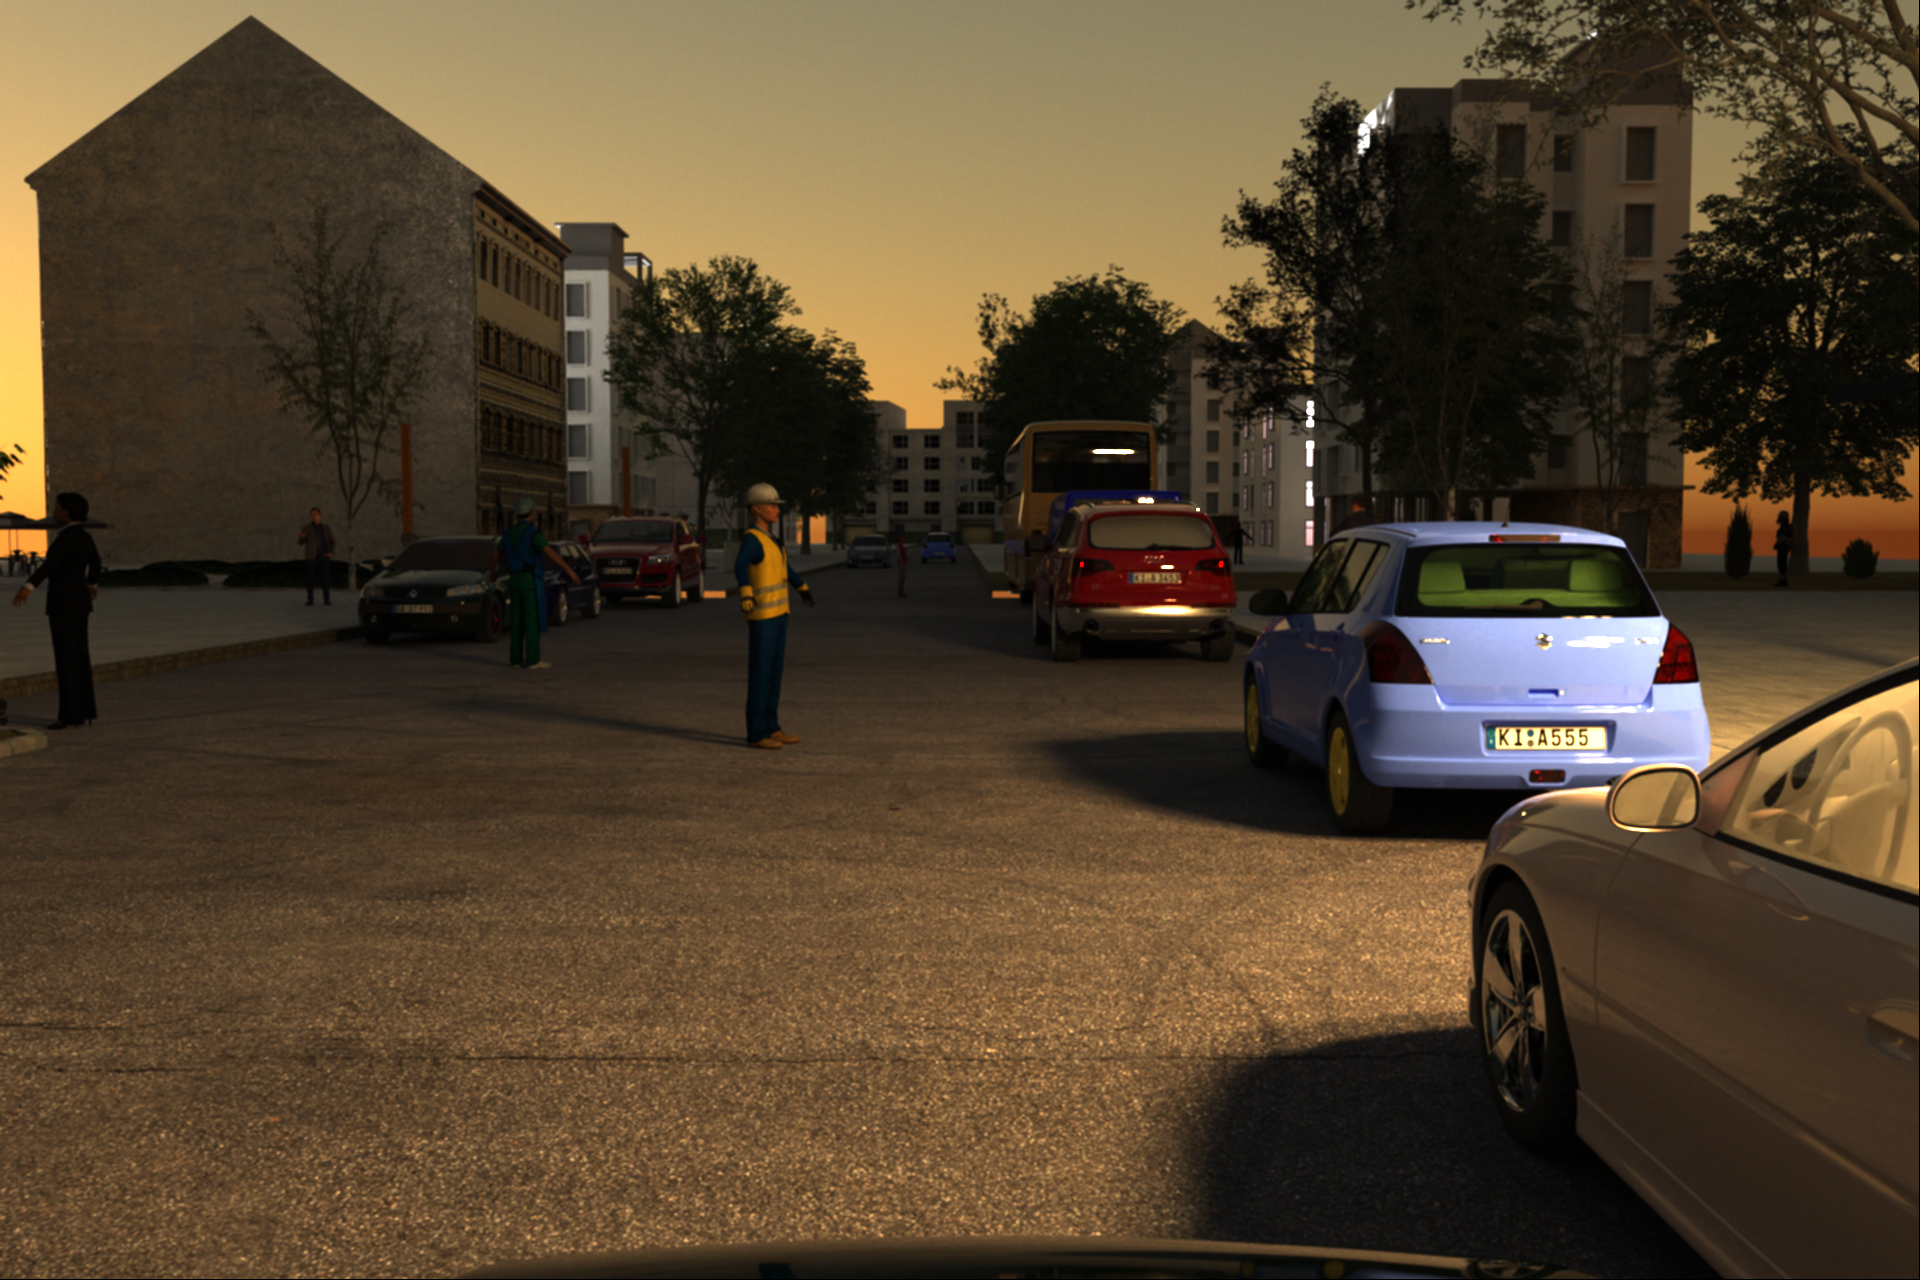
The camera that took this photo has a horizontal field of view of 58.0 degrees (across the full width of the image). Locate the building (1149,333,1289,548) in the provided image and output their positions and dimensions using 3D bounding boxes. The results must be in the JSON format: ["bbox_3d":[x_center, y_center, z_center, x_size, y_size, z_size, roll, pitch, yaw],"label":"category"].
[{"bbox_3d":[23.856,-19.233,170.878,16.016,20.090,11.380,0,4,0],"label":"building"}]

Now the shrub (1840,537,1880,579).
[{"bbox_3d":[25.740,-2.350,49.541,1.383,1.207,1.383,0,3,0],"label":"shrub"}]

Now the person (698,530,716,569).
[{"bbox_3d":[-9.338,-3.275,62.810,0.991,1.433,0.599,-1,4,-17],"label":"person"}]

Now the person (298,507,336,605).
[{"bbox_3d":[-11.516,-1.495,31.015,0.617,1.759,0.750,-1,4,-17],"label":"person"}]

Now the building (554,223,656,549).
[{"bbox_3d":[-25.943,-15.303,106.622,16.016,20.090,11.380,0,4,0],"label":"building"}]

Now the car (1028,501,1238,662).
[{"bbox_3d":[2.007,-0.752,20.963,2.281,1.827,5.304,0,4,-1],"label":"car"}]

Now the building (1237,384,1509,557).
[{"bbox_3d":[22.352,-9.473,97.037,9.099,9.664,28.070,0,4,0],"label":"building"}]

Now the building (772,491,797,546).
[{"bbox_3d":[-23.240,-15.782,200.179,9.099,9.664,28.070,0,4,0],"label":"building"}]

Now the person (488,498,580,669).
[{"bbox_3d":[-4.614,-0.607,18.507,1.347,1.817,0.704,2,4,33],"label":"person"}]

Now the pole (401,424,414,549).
[{"bbox_3d":[-10.236,-2.340,32.109,0.158,3.312,0.155,0,3,0],"label":"pole"}]

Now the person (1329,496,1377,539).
[{"bbox_3d":[4.961,-0.958,22.160,0.683,1.767,0.568,-2,4,-24],"label":"person"}]

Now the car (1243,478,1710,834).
[{"bbox_3d":[2.633,0.000,9.585,1.945,1.707,3.694,0,4,0],"label":"car"}]

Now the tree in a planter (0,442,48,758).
[{"bbox_3d":[-7.133,-0.847,11.078,1.991,3.239,1.994,0,4,0],"label":"tree in a planter"}]

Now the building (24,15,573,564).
[{"bbox_3d":[-30.147,-15.419,83.037,19.493,23.208,18.063,0,4,-1],"label":"building"}]

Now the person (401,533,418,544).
[{"bbox_3d":[-22.225,-3.904,69.957,1.348,1.813,0.705,3,5,40],"label":"person"}]

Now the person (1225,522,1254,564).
[{"bbox_3d":[11.853,-4.122,73.612,1.346,1.802,0.704,2,4,33],"label":"person"}]

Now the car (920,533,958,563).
[{"bbox_3d":[-1.046,-4.672,85.977,1.945,1.707,3.694,0,4,0],"label":"car"}]

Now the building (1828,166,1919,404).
[{"bbox_3d":[25.079,-17.298,28.942,12.429,33.558,17.177,0,4,0],"label":"building"}]

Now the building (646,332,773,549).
[{"bbox_3d":[-28.182,-18.418,167.594,16.747,18.905,31.486,0,4,0],"label":"building"}]

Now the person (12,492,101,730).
[{"bbox_3d":[-6.656,-0.222,12.811,0.721,1.740,1.216,0,4,-4],"label":"person"}]

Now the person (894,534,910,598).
[{"bbox_3d":[-1.256,-1.675,39.116,0.599,1.433,0.991,0,4,8],"label":"person"}]

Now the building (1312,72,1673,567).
[{"bbox_3d":[21.112,-13.509,77.299,16.016,20.090,11.380,0,4,0],"label":"building"}]

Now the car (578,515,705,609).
[{"bbox_3d":[-6.433,-1.610,35.004,2.281,1.827,5.304,0,4,0],"label":"car"}]

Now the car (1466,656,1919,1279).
[{"bbox_3d":[2.207,0.597,2.599,2.083,1.381,4.827,0,4,0],"label":"car"}]

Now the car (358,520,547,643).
[{"bbox_3d":[-6.970,-0.873,24.053,2.009,1.686,4.222,0,3,0],"label":"car"}]

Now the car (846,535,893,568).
[{"bbox_3d":[-3.844,-3.789,73.959,2.014,1.417,4.499,0,4,0],"label":"car"}]

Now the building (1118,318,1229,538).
[{"bbox_3d":[23.794,-21.717,185.997,19.493,23.208,18.063,0,4,0],"label":"building"}]

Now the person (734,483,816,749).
[{"bbox_3d":[-1.236,-0.168,11.675,0.721,1.772,1.216,1,4,15],"label":"person"}]

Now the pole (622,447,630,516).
[{"bbox_3d":[-7.814,-2.860,40.606,0.158,3.312,0.155,0,3,0],"label":"pole"}]

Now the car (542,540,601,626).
[{"bbox_3d":[-7.018,-0.952,28.141,1.945,1.354,3.894,0,4,0],"label":"car"}]

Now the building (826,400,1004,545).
[{"bbox_3d":[-1.236,-22.417,235.427,31.486,18.905,16.747,0,4,6],"label":"building"}]
